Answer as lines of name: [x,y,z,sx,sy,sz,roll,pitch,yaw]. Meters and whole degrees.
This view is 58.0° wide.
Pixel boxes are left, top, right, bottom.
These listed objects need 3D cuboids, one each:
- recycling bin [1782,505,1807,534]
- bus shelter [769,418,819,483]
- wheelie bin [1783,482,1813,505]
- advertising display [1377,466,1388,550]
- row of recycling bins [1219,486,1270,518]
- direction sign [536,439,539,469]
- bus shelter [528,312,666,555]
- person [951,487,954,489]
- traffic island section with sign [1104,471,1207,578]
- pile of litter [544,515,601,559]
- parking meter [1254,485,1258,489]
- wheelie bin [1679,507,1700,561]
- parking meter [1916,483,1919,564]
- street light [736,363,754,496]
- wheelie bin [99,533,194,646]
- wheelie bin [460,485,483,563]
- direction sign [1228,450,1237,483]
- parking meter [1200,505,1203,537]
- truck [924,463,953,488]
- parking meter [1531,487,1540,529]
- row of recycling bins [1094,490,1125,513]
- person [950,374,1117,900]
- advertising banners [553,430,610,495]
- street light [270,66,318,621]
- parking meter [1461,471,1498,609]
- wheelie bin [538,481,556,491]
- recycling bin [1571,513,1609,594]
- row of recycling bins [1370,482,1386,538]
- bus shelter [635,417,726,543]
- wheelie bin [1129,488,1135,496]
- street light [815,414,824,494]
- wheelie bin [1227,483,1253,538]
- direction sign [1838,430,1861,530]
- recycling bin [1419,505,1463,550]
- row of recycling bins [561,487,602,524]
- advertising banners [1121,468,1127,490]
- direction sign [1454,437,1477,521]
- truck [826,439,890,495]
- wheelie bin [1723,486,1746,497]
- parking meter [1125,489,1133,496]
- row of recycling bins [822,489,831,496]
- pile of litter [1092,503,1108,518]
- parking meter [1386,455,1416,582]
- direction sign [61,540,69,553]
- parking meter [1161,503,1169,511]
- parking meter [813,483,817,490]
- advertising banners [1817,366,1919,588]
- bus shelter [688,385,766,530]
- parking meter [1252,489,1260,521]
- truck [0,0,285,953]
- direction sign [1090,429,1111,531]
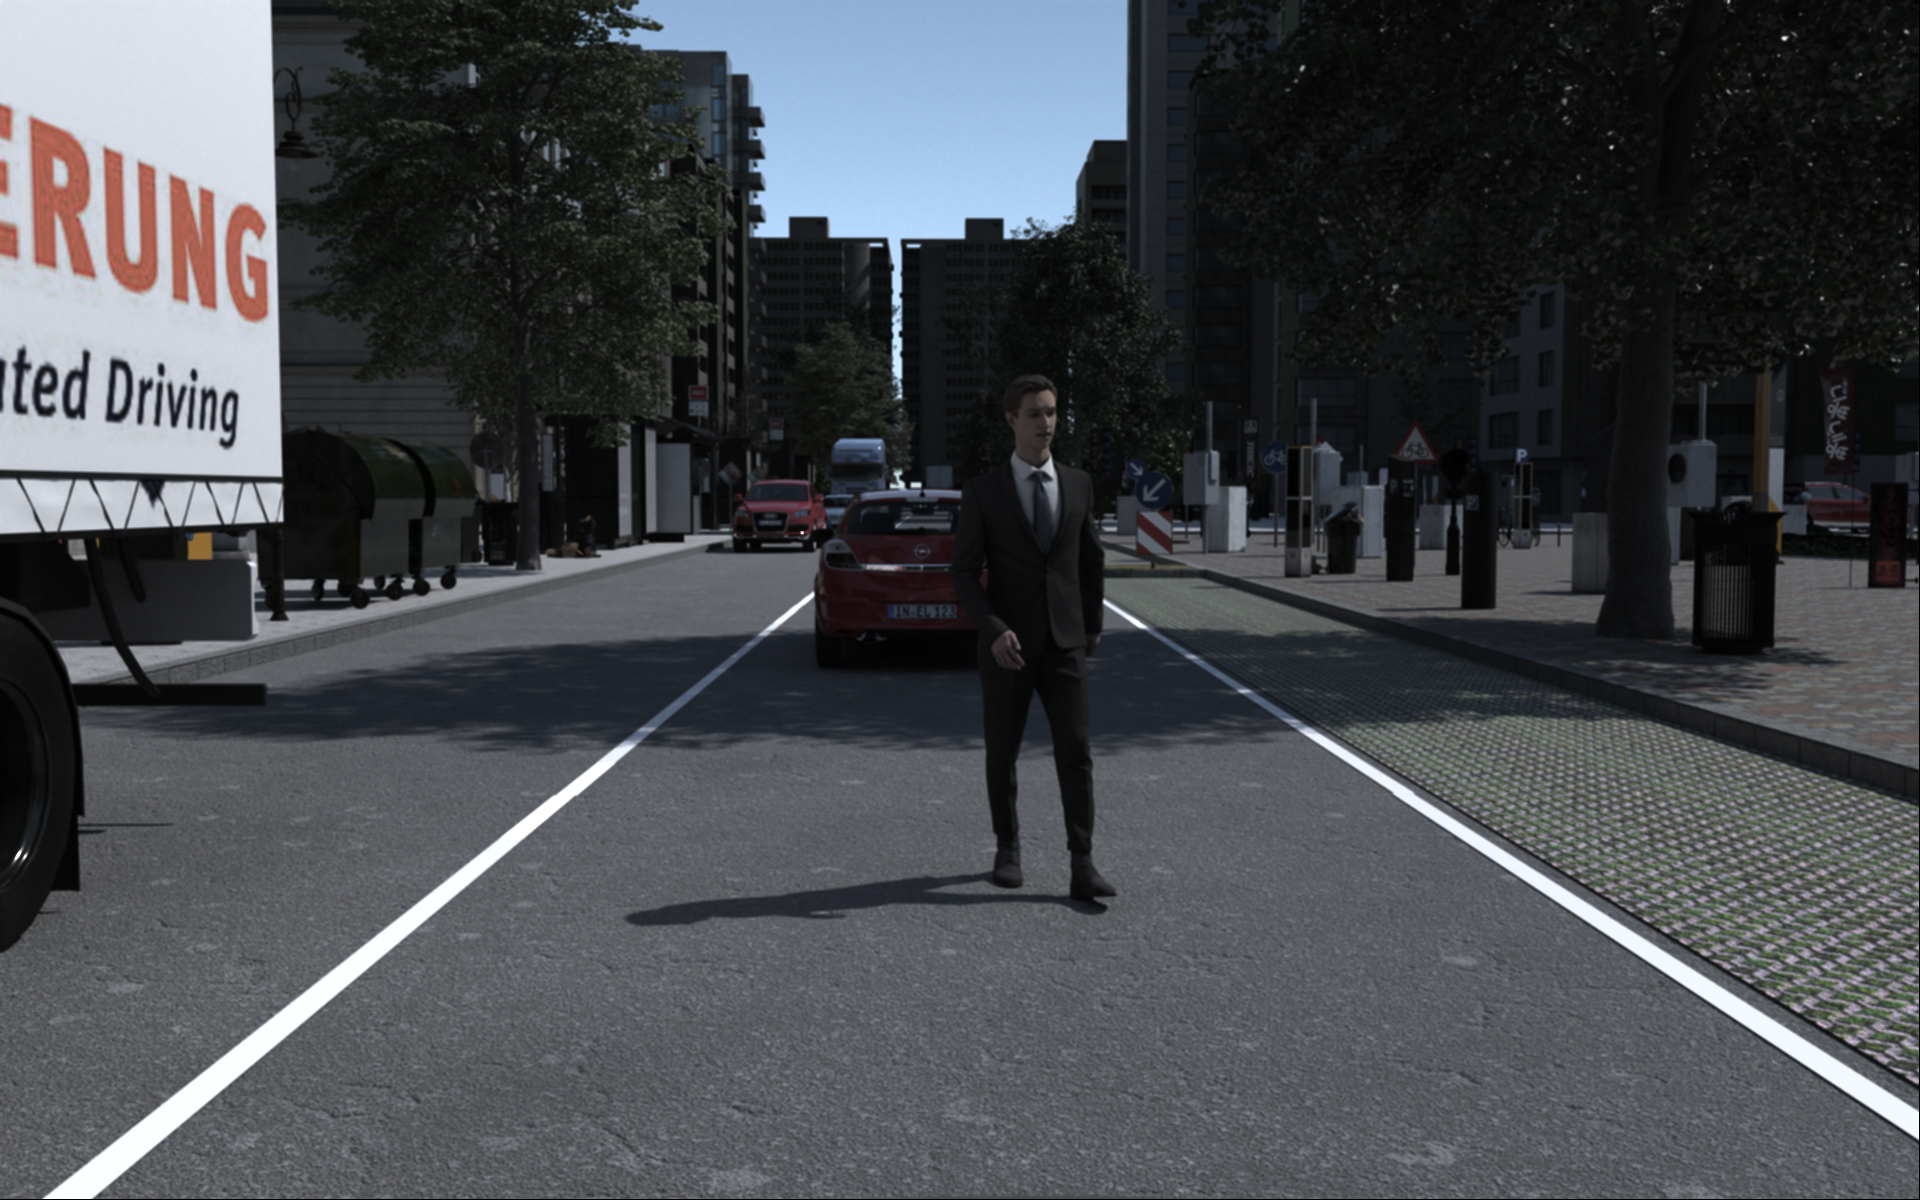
recycling bin: [19.398,-1.728,40.809,0.722,1.027,0.722,-1,4,-13]
bus shelter: [-9.071,-7.161,94.714,2.179,5.291,8.768,0,4,-1]
wheelie bin: [21.803,-2.293,45.393,0.980,1.594,0.693,2,4,26]
advertising display: [9.951,-2.115,39.786,0.123,1.923,0.974,-2,4,-27]
row of recycling bins: [15.065,-5.285,93.524,3.534,1.692,1.069,-1,4,-22]
direction sign: [-17.644,-4.905,72.197,0.379,3.537,0.876,-1,4,-22]
bus shelter: [-8.711,-3.870,40.914,2.179,5.291,8.768,0,4,-1]
person: [-0.416,-5.126,92.411,0.767,1.812,0.694,2,4,28]
traffic island section with sign: [3.189,-1.324,30.283,1.989,1.847,2.006,0,4,-1]
pile of litter: [-7.858,-1.299,35.198,1.176,0.858,1.719,0,4,-3]
parking meter: [18.736,-6.330,109.210,0.399,1.863,0.255,2,4,27]
wheelie bin: [14.001,-1.571,33.586,0.693,1.594,0.980,2,4,34]
parking meter: [17.660,-1.415,31.553,0.372,1.533,0.369,0,3,0]
street light: [-7.549,-5.397,61.031,0.468,5.910,1.993,0,4,-1]
wheelie bin: [-7.027,-0.425,14.863,0.980,1.594,0.693,-1,4,-14]
wheelie bin: [-9.321,-1.489,32.255,0.980,1.594,0.693,2,4,28]
direction sign: [14.214,-6.003,90.149,0.876,3.537,0.379,-3,5,-43]
parking meter: [7.341,-2.635,51.489,0.372,1.533,0.369,0,3,0]
truck: [-1.991,-10.621,162.574,2.839,4.237,11.283,0,4,-1]
parking meter: [21.276,-3.406,64.100,0.372,1.533,0.369,0,3,0]
row of recycling bins: [9.613,-6.684,116.396,3.534,1.692,1.069,-2,4,-31]
person: [0.303,0.128,6.187,0.659,1.850,0.755,-1,4,-16]
advertising banners: [-10.104,-3.096,46.807,2.074,3.025,0.090,1,4,21]
street light: [-6.909,-2.728,17.397,0.468,5.910,1.993,0,4,-1]
parking meter: [5.817,-0.672,19.393,0.372,1.533,0.369,0,3,0]
wheelie bin: [-10.442,-2.170,43.385,0.693,1.594,0.980,0,4,1]
recycling bin: [8.443,-0.609,22.516,0.722,1.027,0.722,3,5,44]
row of recycling bins: [12.846,-2.772,52.439,1.069,1.692,3.534,1,4,12]
bus shelter: [-7.879,-3.327,48.328,2.014,3.302,5.546,0,4,-1]
wheelie bin: [9.264,-5.167,92.388,0.980,1.594,0.693,2,4,34]
street light: [-8.116,-7.796,100.246,0.468,5.910,1.993,0,4,-1]
wheelie bin: [8.134,-2.641,51.095,0.980,1.594,0.693,-1,4,-22]
direction sign: [31.539,-4.262,61.684,0.876,3.537,0.379,1,4,13]
recycling bin: [11.138,-1.685,40.111,0.722,1.027,0.722,-2,4,-35]
row of recycling bins: [-16.793,-4.201,75.798,3.534,1.692,1.069,-1,4,-21]
advertising banners: [10.094,-7.207,114.029,2.074,3.025,0.090,-1,4,-10]
direction sign: [19.943,-4.677,68.464,0.876,3.537,0.379,1,4,8]
truck: [-4.714,-6.133,90.031,2.967,4.110,18.799,0,4,1]
wheelie bin: [30.018,-3.620,67.097,0.693,1.594,0.980,-2,4,-33]
parking meter: [7.875,-4.423,80.725,0.372,1.533,0.369,0,3,0]
row of recycling bins: [-9.446,-6.807,118.409,3.534,1.692,1.069,3,5,45]
pile of litter: [7.454,-4.915,94.329,1.176,0.858,1.719,0,4,4]
parking meter: [6.487,-1.209,25.474,0.255,1.863,0.399,-1,4,-20]
direction sign: [-9.674,-1.630,18.655,0.876,3.537,0.379,-1,4,-11]
parking meter: [10.647,-4.983,89.884,0.372,1.533,0.369,0,3,0]
parking meter: [-7.673,-5.206,90.834,0.255,1.863,0.399,1,4,19]
advertising banners: [12.736,-1.680,23.656,2.074,3.025,0.090,0,4,4]
bus shelter: [-8.948,-5.436,66.514,2.179,5.291,8.768,0,4,-1]
parking meter: [14.092,-4.533,82.532,0.372,1.533,0.369,0,3,0]
truck: [-4.076,-0.796,1.936,2.839,4.237,11.283,0,4,-1]
direction sign: [4.879,-4.178,60.312,0.876,3.537,0.379,3,5,41]
